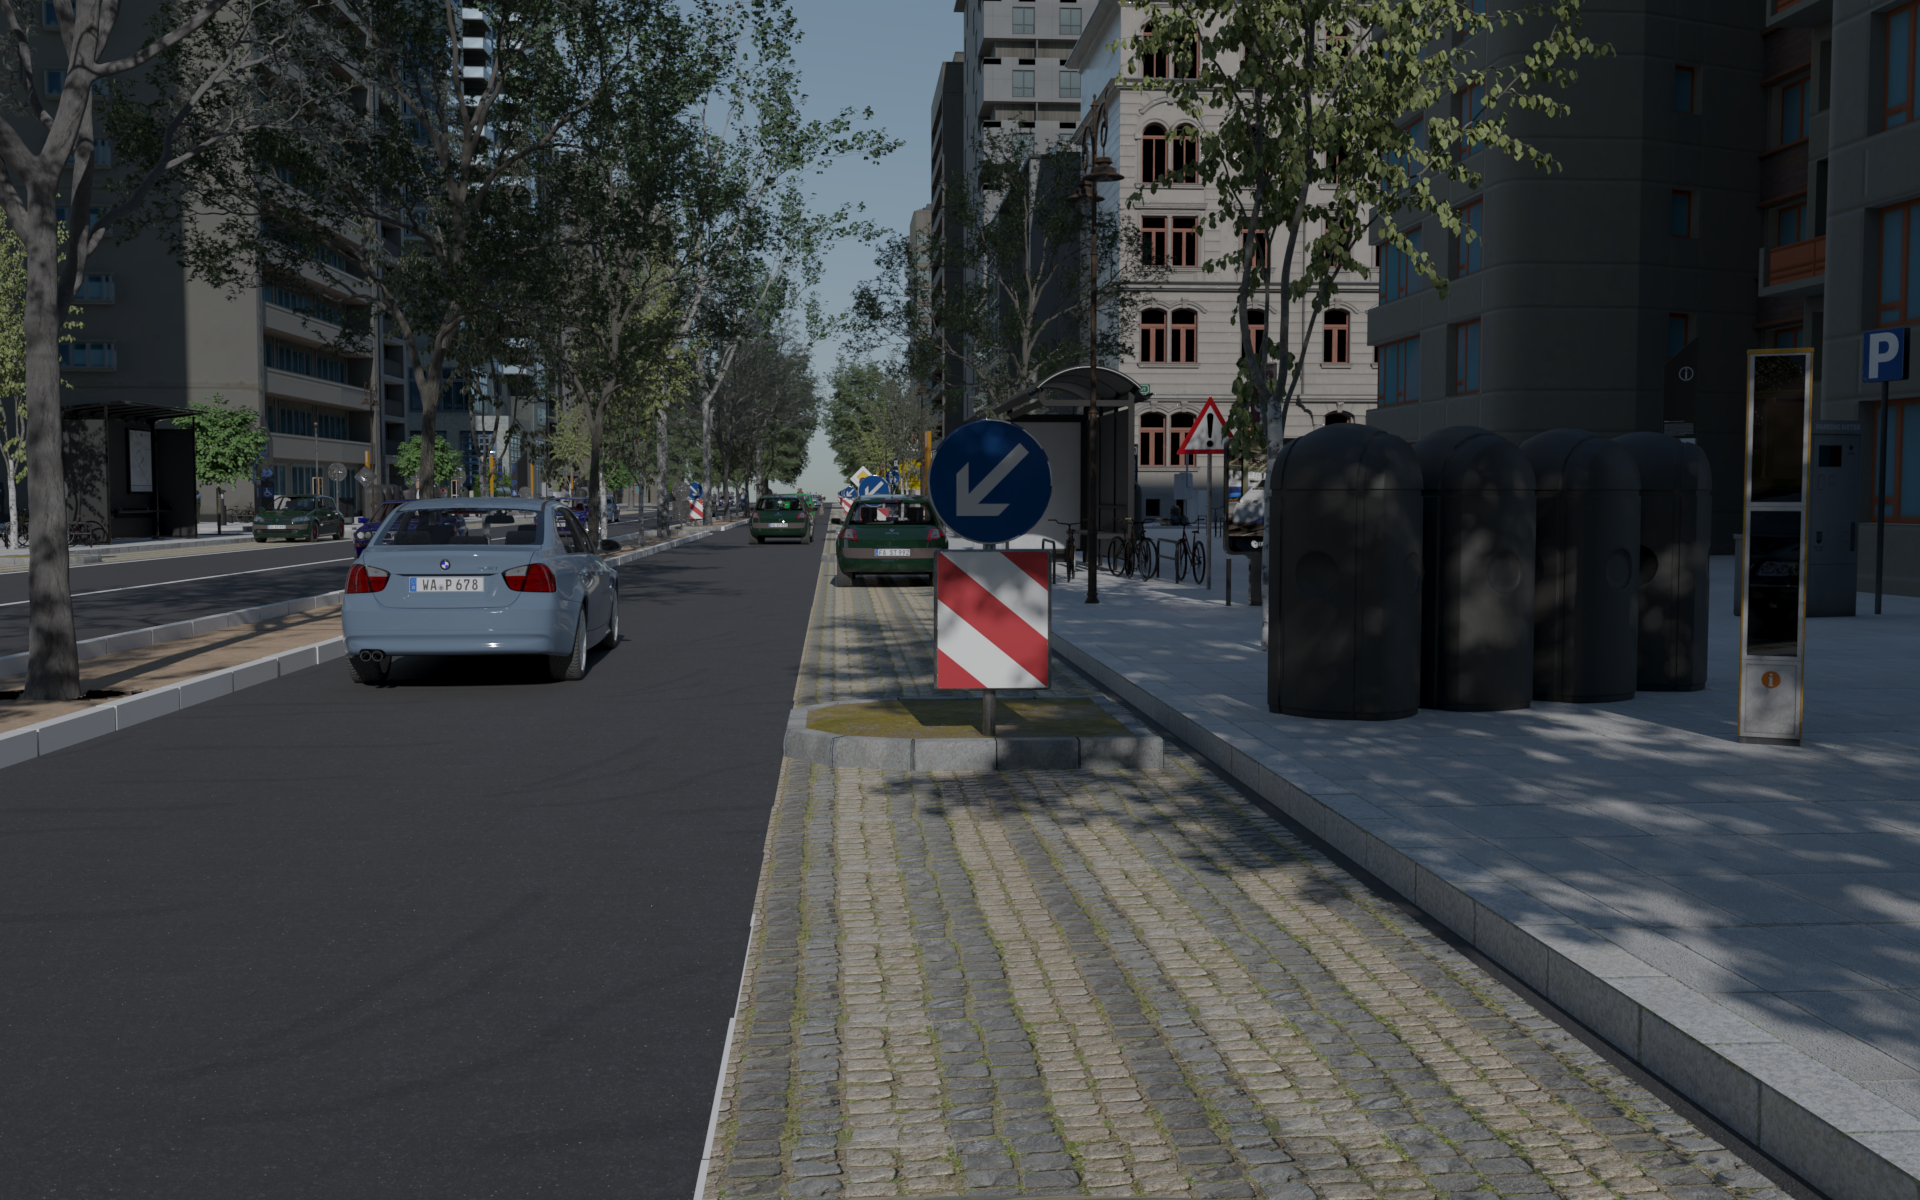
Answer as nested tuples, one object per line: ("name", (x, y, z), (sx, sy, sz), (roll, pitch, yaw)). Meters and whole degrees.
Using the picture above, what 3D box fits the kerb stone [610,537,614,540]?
("kerb stone", (-10.115, -1.676, 49.660), (0.120, 0.150, 1.000), (0, 4, -4))

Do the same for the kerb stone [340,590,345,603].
("kerb stone", (-8.187, -0.052, 23.051), (0.120, 0.150, 1.000), (0, 4, -4))

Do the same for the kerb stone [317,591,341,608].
("kerb stone", (-8.105, 0.016, 22.020), (0.120, 0.150, 1.000), (0, 4, -4))

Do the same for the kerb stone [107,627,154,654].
("kerb stone", (-7.672, 0.387, 15.882), (0.120, 0.150, 1.000), (0, 4, -4))

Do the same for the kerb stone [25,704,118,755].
("kerb stone", (-5.136, 0.750, 9.976), (0.120, 0.150, 1.000), (0, 4, -4))

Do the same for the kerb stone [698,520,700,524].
("kerb stone", (-12.376, -3.587, 80.908), (0.120, 0.150, 1.000), (0, 4, -4))

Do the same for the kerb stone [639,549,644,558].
("kerb stone", (-7.207, -1.003, 38.601), (0.120, 0.150, 1.000), (0, 4, -4))

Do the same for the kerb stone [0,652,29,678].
("kerb stone", (-7.519, 0.514, 13.832), (0.120, 0.150, 1.000), (0, 4, -4))

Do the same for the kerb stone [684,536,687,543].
("kerb stone", (-8.031, -1.691, 49.841), (0.120, 0.150, 1.000), (0, 4, -4))

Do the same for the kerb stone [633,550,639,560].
("kerb stone", (-7.139, -0.940, 37.580), (0.120, 0.150, 1.000), (0, 4, -4))

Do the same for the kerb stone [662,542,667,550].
("kerb stone", (-7.578, -1.316, 43.705), (0.120, 0.150, 1.000), (0, 4, -4))

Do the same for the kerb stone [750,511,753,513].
("kerb stone", (-16.675, -7.216, 140.179), (0.120, 0.150, 1.000), (0, 4, -4))

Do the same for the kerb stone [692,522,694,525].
("kerb stone", (-12.153, -3.403, 77.846), (0.120, 0.150, 1.000), (0, 4, -4))

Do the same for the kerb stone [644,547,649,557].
("kerb stone", (-7.288, -1.066, 39.620), (0.120, 0.150, 1.000), (0, 4, -4))

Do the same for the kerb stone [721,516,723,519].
("kerb stone", (-13.567, -4.590, 97.255), (0.120, 0.150, 1.000), (0, 4, -4))

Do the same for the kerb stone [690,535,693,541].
("kerb stone", (-8.173, -1.816, 51.880), (0.120, 0.150, 1.000), (0, 4, -4))

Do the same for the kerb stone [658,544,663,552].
("kerb stone", (-7.501, -1.251, 42.686), (0.120, 0.150, 1.000), (0, 4, -4))

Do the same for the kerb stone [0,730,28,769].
("kerb stone", (-5.060, 0.812, 8.948), (0.120, 0.150, 1.000), (0, 4, -4))

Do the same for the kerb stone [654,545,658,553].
("kerb stone", (-7.429, -1.190, 41.660), (0.120, 0.150, 1.000), (0, 4, -4))

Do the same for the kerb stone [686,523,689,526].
("kerb stone", (-11.933, -3.211, 74.775), (0.120, 0.150, 1.000), (0, 4, -4))

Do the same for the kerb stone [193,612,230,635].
("kerb stone", (-7.814, 0.261, 17.926), (0.120, 0.150, 1.000), (0, 4, -4))

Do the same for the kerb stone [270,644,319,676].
("kerb stone", (-5.442, 0.497, 14.069), (0.120, 0.150, 1.000), (0, 4, -4))

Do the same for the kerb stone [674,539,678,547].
("kerb stone", (-7.804, -1.503, 46.777), (0.120, 0.150, 1.000), (0, 4, -4))

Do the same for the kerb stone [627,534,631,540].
("kerb stone", (-10.415, -1.930, 53.750), (0.120, 0.150, 1.000), (0, 4, -4))

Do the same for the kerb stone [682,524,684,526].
("kerb stone", (-11.789, -3.088, 72.728), (0.120, 0.150, 1.000), (0, 4, -4))

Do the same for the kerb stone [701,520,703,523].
("kerb stone", (-12.676, -3.837, 84.995), (0.120, 0.150, 1.000), (0, 4, -4))

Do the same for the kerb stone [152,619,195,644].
("kerb stone", (-7.742, 0.325, 16.902), (0.120, 0.150, 1.000), (0, 4, -4))

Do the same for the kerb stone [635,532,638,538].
("kerb stone", (-10.561, -2.052, 55.798), (0.120, 0.150, 1.000), (0, 4, -4))

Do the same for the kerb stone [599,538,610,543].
("kerb stone", (-10.036, -1.617, 48.634), (0.120, 0.150, 1.000), (0, 4, -4))

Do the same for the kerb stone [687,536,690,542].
("kerb stone", (-8.101, -1.752, 50.861), (0.120, 0.150, 1.000), (0, 4, -4))

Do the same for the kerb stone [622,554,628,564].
("kerb stone", (-6.984, -0.816, 35.540), (0.120, 0.150, 1.000), (0, 4, -4))

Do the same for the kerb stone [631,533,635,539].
("kerb stone", (-10.486, -1.993, 54.775), (0.120, 0.150, 1.000), (0, 4, -4))

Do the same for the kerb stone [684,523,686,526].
("kerb stone", (-11.859, -3.147, 73.755), (0.120, 0.150, 1.000), (0, 4, -4))

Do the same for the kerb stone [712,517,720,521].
("kerb stone", (-13.414, -4.466, 95.207), (0.120, 0.150, 1.000), (0, 4, -4))

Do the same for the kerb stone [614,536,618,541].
("kerb stone", (-10.191, -1.740, 50.680), (0.120, 0.150, 1.000), (0, 4, -4))

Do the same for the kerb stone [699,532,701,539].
("kerb stone", (-8.398, -1.995, 54.941), (0.120, 0.150, 1.000), (0, 4, -4))

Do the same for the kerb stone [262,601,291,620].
("kerb stone", (-7.964, 0.138, 19.968), (0.120, 0.150, 1.000), (0, 4, -4))

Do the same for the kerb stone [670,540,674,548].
("kerb stone", (-7.729, -1.441, 45.757), (0.120, 0.150, 1.000), (0, 4, -4))

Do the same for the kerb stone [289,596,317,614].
("kerb stone", (-8.034, 0.073, 20.995), (0.120, 0.150, 1.000), (0, 4, -4))

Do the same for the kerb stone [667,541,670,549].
("kerb stone", (-7.655, -1.378, 44.729), (0.120, 0.150, 1.000), (0, 4, -4))

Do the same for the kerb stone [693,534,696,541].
("kerb stone", (-8.243, -1.878, 52.902), (0.120, 0.150, 1.000), (0, 4, -4))

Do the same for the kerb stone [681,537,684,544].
("kerb stone", (-7.953, -1.629, 48.821), (0.120, 0.150, 1.000), (0, 4, -4))

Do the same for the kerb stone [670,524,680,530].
("kerb stone", (-11.638, -2.966, 70.683), (0.120, 0.150, 1.000), (0, 4, -4))

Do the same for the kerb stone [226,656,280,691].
("kerb stone", (-5.360, 0.561, 13.037), (0.120, 0.150, 1.000), (0, 4, -4))

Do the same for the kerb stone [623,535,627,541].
("kerb stone", (-10.339, -1.867, 52.729), (0.120, 0.150, 1.000), (0, 4, -4))

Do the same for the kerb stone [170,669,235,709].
("kerb stone", (-5.284, 0.622, 12.018), (0.120, 0.150, 1.000), (0, 4, -4))

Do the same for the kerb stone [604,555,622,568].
("kerb stone", (-6.920, -0.754, 34.519), (0.120, 0.150, 1.000), (0, 4, -4))

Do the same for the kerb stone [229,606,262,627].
("kerb stone", (-7.891, 0.199, 18.948), (0.120, 0.150, 1.000), (0, 4, -4))

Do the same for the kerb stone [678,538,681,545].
("kerb stone", (-7.873, -1.565, 47.801), (0.120, 0.150, 1.000), (0, 4, -4))

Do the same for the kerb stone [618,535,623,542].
("kerb stone", (-10.262, -1.805, 51.709), (0.120, 0.150, 1.000), (0, 4, -4))

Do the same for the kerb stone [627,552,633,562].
("kerb stone", (-7.067, -0.879, 36.560), (0.120, 0.150, 1.000), (0, 4, -4))

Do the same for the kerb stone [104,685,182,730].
("kerb stone", (-5.209, 0.685, 10.995), (0.120, 0.150, 1.000), (0, 4, -4))

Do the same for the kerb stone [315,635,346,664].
("kerb stone", (-5.508, 0.438, 15.095), (0.120, 0.150, 1.000), (0, 4, -4))

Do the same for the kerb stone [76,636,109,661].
("kerb stone", (-7.597, 0.449, 14.856), (0.120, 0.150, 1.000), (0, 4, -4))

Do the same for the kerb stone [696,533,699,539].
("kerb stone", (-8.314, -1.940, 53.922), (0.120, 0.150, 1.000), (0, 4, -4))

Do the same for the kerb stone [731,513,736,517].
("kerb stone", (-14.668, -5.526, 112.576), (0.120, 0.150, 1.000), (0, 4, -4))

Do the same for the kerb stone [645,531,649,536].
("kerb stone", (-10.770, -2.243, 58.869), (0.120, 0.150, 1.000), (0, 4, -4))

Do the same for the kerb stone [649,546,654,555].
("kerb stone", (-7.356, -1.128, 40.640), (0.120, 0.150, 1.000), (0, 4, -4))
